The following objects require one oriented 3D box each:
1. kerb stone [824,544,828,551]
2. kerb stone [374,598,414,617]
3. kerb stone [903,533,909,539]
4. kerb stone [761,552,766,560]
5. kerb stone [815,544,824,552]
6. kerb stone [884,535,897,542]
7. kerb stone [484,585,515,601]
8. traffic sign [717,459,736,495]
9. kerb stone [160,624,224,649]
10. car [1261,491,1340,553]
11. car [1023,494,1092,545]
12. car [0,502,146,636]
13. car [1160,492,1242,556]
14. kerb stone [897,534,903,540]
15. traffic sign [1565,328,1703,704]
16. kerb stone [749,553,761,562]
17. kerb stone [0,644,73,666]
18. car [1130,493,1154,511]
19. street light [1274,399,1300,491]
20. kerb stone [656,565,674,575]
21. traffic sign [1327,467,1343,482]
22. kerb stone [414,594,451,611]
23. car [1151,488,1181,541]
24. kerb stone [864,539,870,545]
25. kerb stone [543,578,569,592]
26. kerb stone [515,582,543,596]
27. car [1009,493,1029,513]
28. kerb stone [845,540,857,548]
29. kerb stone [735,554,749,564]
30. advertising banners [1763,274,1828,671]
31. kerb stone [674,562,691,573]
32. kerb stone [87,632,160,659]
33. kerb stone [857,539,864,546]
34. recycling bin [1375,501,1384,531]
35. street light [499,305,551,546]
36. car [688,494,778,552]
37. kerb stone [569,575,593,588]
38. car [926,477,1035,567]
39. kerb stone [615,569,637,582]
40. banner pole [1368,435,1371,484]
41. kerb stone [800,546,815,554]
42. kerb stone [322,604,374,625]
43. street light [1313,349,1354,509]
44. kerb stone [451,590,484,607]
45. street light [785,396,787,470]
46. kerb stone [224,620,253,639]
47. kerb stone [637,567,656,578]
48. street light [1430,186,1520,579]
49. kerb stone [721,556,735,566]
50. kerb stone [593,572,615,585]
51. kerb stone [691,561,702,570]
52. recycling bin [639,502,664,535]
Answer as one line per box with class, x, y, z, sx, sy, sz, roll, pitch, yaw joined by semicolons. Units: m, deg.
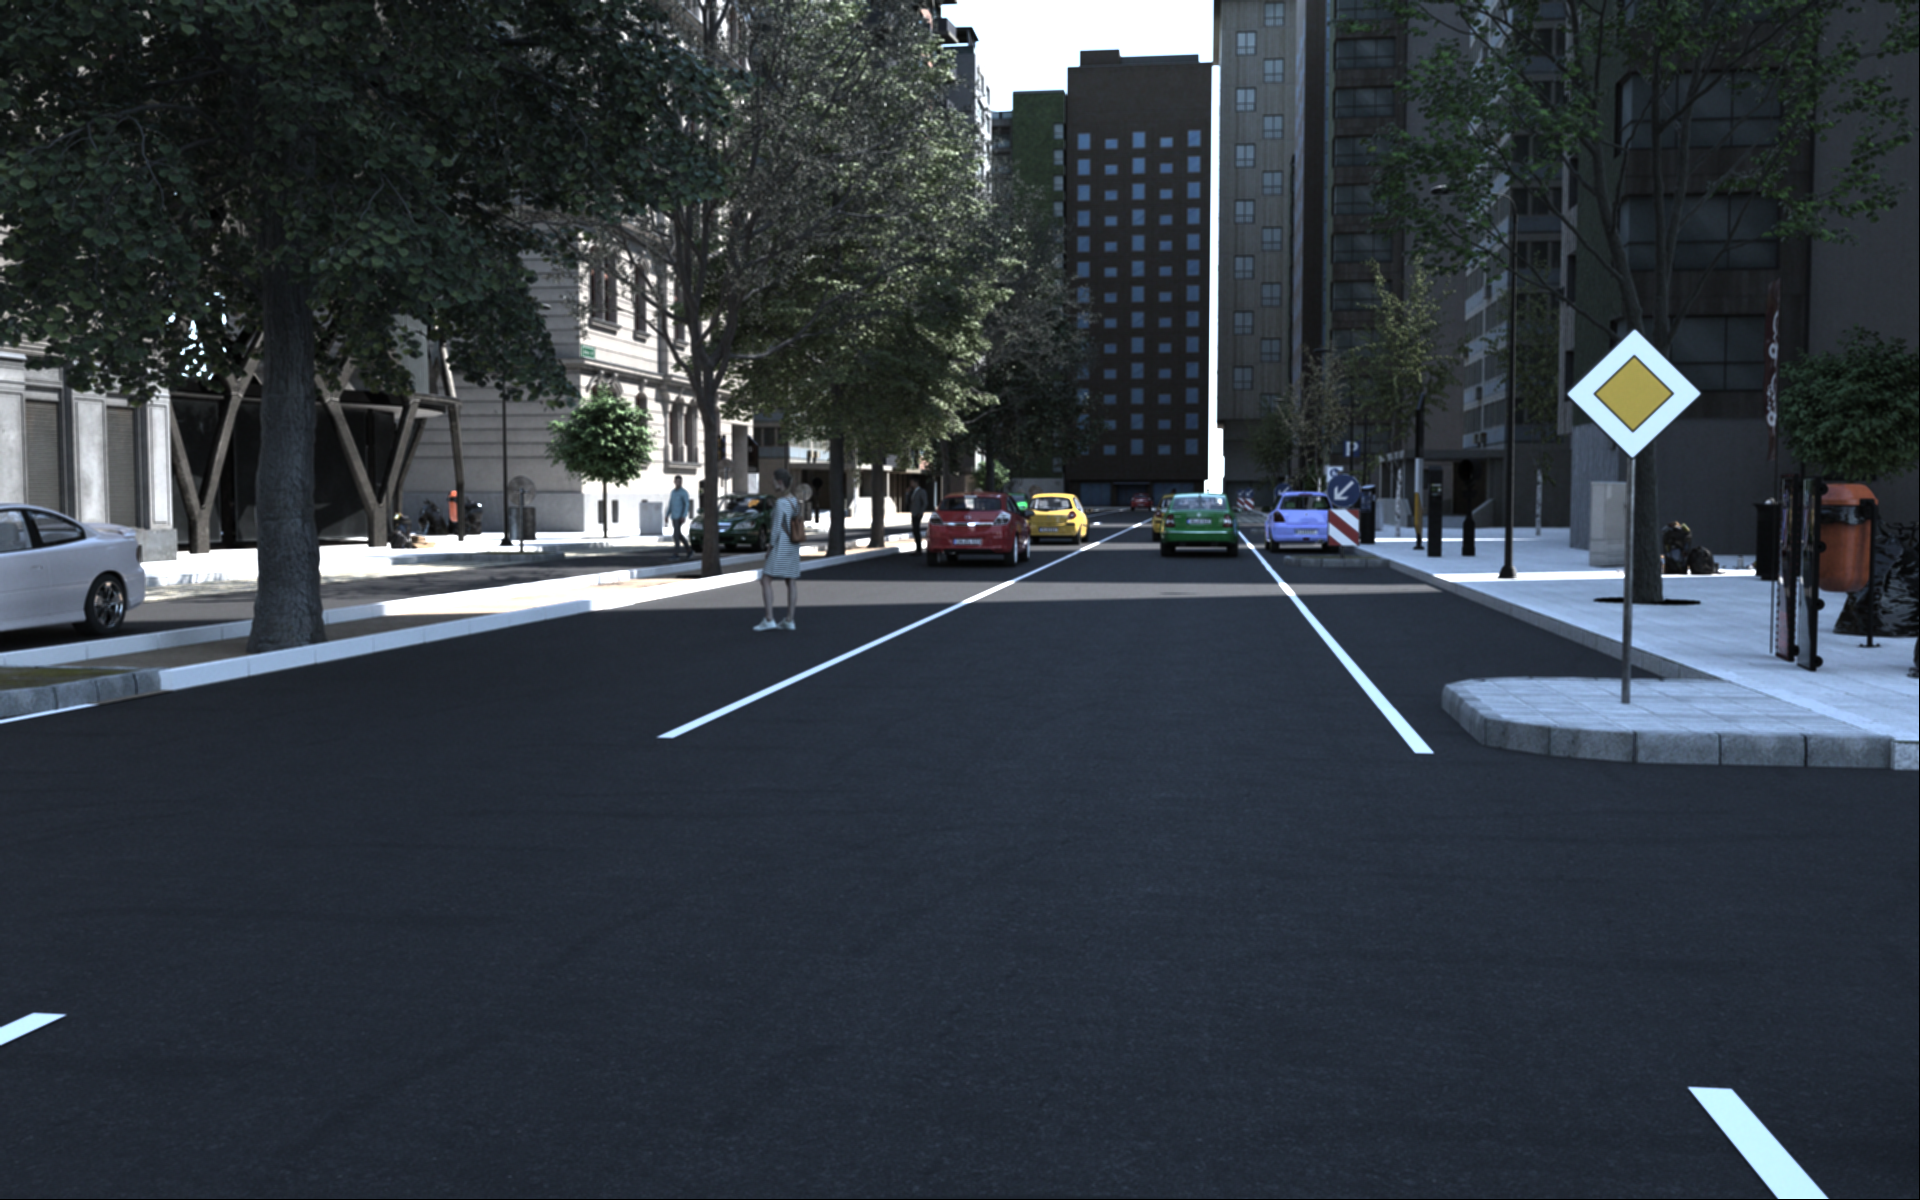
kerb stone;-3.446;-1.322;43.807;0.120;0.150;1.000;0;4;8
kerb stone;-6.766;0.107;20.478;0.120;0.150;1.000;0;4;8
kerb stone;-1.854;-2.003;54.974;0.120;0.150;1.000;0;4;8
kerb stone;-4.309;-0.949;37.717;0.120;0.150;1.000;0;4;8
kerb stone;-3.589;-1.258;42.795;0.120;0.150;1.000;0;4;8
kerb stone;-2.150;-1.881;52.949;0.120;0.150;1.000;0;4;8
kerb stone;-6.332;-0.076;23.514;0.120;0.150;1.000;0;4;8
traffic sign;-8.412;-3.795;62.149;0.768;2.556;0.104;1;4;15
kerb stone;-7.342;0.353;16.423;0.120;0.150;1.000;0;4;8
car;8.589;-2.081;43.614;1.945;1.707;3.694;0;4;7
car;2.794;-2.458;50.407;2.015;1.641;3.980;1;4;9
car;-9.708;-0.244;16.358;2.083;1.381;4.827;0;4;7
car;5.723;-1.983;41.226;1.959;1.807;4.718;1;4;9
kerb stone;-1.990;-1.943;53.959;0.120;0.150;1.000;0;4;8
traffic sign;4.076;-0.422;10.550;0.795;2.450;0.064;0;4;8
kerb stone;-4.456;-0.887;36.705;0.120;0.150;1.000;0;4;8
kerb stone;-7.630;0.478;14.382;0.120;0.150;1.000;0;4;8
car;15.848;-8.685;151.038;2.155;1.783;4.494;0;4;8
street light;16.051;-6.861;84.717;1.470;5.913;1.316;0;4;8
kerb stone;-5.316;-0.514;30.630;0.120;0.150;1.000;0;4;8
traffic sign;13.873;-3.794;64.156;0.606;2.300;0.079;1;4;15
kerb stone;-6.621;0.043;21.490;0.120;0.150;1.000;0;4;8
car;6.950;-2.685;54.116;2.015;1.641;3.980;1;4;10
kerb stone;-2.723;-1.629;48.875;0.120;0.150;1.000;0;4;8
kerb stone;-6.041;-0.205;25.549;0.120;0.150;1.000;0;4;8
kerb stone;-6.192;-0.141;24.530;0.120;0.150;1.000;0;4;8
car;3.299;-5.830;104.119;1.959;1.807;4.718;0;4;7
kerb stone;-3.011;-1.508;46.849;0.120;0.150;1.000;0;4;8
kerb stone;-4.594;-0.825;35.692;0.120;0.150;1.000;0;4;8
advertising banners;6.407;-1.050;13.354;0.090;3.025;2.074;1;4;14
kerb stone;-5.175;-0.572;31.643;0.120;0.150;1.000;0;4;8
kerb stone;-7.493;0.416;15.402;0.120;0.150;1.000;0;4;8
kerb stone;-2.867;-1.570;47.863;0.120;0.150;1.000;0;4;8
recycling bin;14.458;-2.951;60.806;0.722;1.027;0.722;1;4;21
street light;-10.709;-4.289;42.664;1.470;5.913;1.316;0;4;8
car;-5.537;-1.999;44.484;2.131;1.459;4.920;1;4;9
kerb stone;-5.904;-0.264;26.563;0.120;0.150;1.000;0;4;8
car;0.430;-1.637;35.801;2.155;1.783;4.494;0;4;7
kerb stone;-5.602;-0.391;28.591;0.120;0.150;1.000;0;4;8
banner pole;16.922;-4.991;71.621;0.401;3.779;0.863;1;4;20
kerb stone;-3.732;-1.195;41.777;0.120;0.150;1.000;0;4;8
kerb stone;-6.906;0.167;19.463;0.120;0.150;1.000;0;4;8
street light;11.994;-5.071;55.459;1.470;5.913;1.316;0;4;8
kerb stone;-6.476;-0.017;22.502;0.120;0.150;1.000;0;4;8
street light;-6.632;-6.030;71.137;1.470;5.913;1.316;0;4;8
kerb stone;-7.196;0.291;17.435;0.120;0.150;1.000;0;4;8
kerb stone;-5.465;-0.453;29.609;0.120;0.150;1.000;0;4;8
street light;7.788;-3.282;26.197;1.470;5.913;1.316;0;4;8
kerb stone;-4.743;-0.759;34.680;0.120;0.150;1.000;0;4;8
kerb stone;-5.756;-0.329;27.574;0.120;0.150;1.000;0;4;8
kerb stone;-5.033;-0.636;32.655;0.120;0.150;1.000;0;4;8
recycling bin;-9.616;-2.534;53.986;0.722;1.027;0.722;0;4;-8
